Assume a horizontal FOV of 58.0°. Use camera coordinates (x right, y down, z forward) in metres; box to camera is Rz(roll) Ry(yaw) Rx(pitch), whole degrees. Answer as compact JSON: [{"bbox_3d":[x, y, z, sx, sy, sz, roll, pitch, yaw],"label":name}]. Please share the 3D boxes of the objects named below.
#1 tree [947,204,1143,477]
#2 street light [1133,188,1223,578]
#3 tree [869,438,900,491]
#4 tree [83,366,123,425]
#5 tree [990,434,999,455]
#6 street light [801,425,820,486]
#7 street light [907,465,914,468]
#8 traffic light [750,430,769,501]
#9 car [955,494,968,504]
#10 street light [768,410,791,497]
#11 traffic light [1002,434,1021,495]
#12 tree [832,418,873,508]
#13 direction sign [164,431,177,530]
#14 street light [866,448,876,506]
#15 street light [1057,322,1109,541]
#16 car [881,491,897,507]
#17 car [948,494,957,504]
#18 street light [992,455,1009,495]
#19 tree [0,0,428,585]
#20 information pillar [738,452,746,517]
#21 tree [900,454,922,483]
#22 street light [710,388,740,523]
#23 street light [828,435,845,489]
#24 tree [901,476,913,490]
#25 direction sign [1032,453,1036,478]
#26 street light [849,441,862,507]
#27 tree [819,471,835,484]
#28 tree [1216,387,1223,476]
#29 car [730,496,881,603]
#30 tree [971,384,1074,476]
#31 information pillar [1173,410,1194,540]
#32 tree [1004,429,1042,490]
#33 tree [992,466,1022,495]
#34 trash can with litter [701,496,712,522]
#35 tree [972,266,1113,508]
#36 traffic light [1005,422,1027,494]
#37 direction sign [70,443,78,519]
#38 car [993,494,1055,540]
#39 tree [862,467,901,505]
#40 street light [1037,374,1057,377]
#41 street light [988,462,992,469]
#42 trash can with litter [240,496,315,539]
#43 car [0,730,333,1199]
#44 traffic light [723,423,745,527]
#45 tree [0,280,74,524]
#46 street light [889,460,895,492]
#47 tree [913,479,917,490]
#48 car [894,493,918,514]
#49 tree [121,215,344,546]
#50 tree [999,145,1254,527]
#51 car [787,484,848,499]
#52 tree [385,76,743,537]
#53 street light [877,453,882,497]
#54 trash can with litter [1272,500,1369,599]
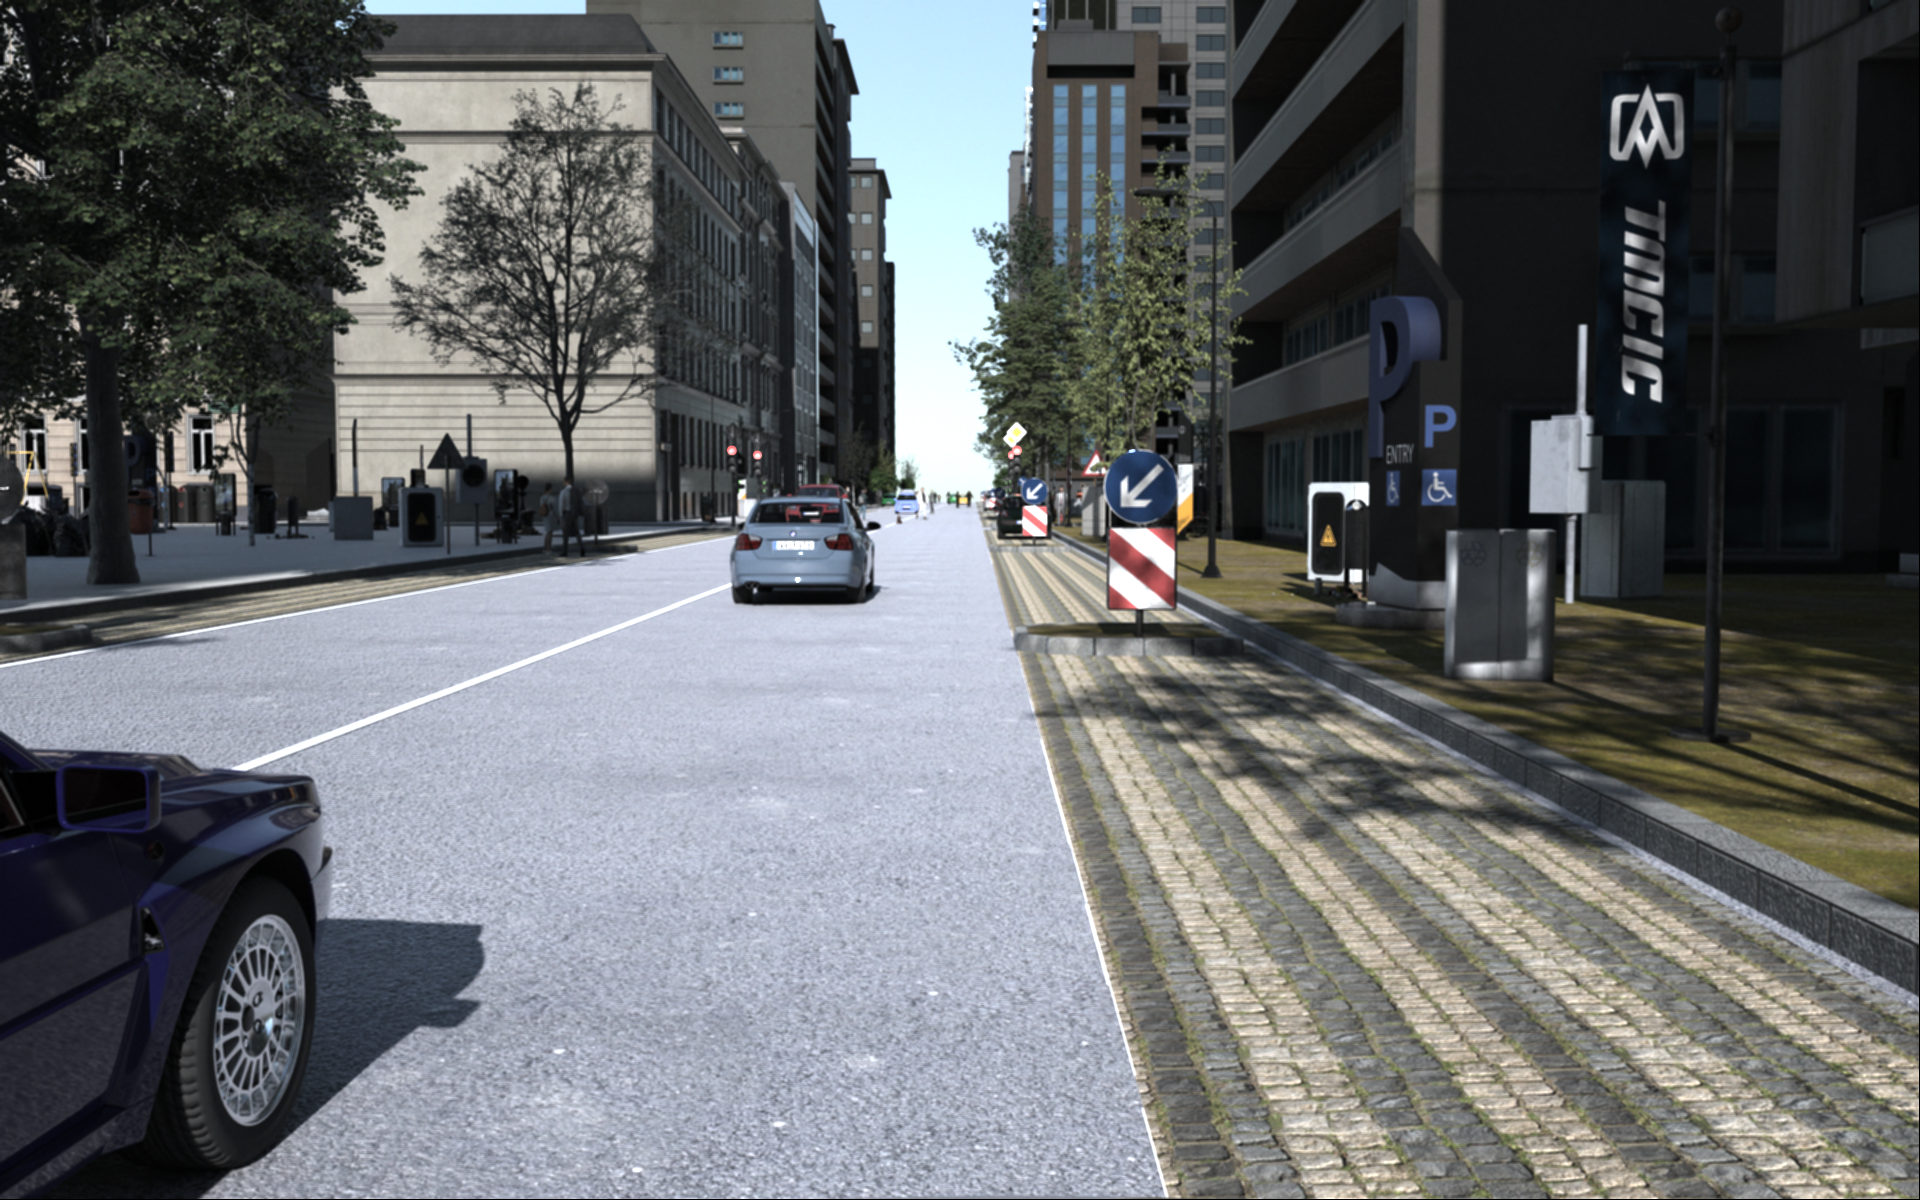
[{"bbox_3d":[5.586,-15.626,111.372,12.611,20.169,13.585,0,3,0],"label":"tree"},{"bbox_3d":[3.328,-3.297,26.447,1.470,5.913,1.316,0,4,0],"label":"street light"},{"bbox_3d":[-10.000,-16.596,221.706,4.737,8.622,4.395,0,3,0],"label":"tree"},{"bbox_3d":[-30.239,-7.024,65.207,4.360,8.622,3.978,0,3,0],"label":"tree"},{"bbox_3d":[4.748,-11.357,136.056,4.737,8.622,4.395,0,3,0],"label":"tree"},{"bbox_3d":[-10.085,-8.790,116.259,1.470,5.913,1.316,0,4,0],"label":"street light"},{"bbox_3d":[-8.514,-19.799,296.254,1.470,5.913,1.316,0,4,0],"label":"street light"},{"bbox_3d":[-8.800,-5.312,75.767,0.839,4.253,0.868,0,4,0],"label":"traffic light"},{"bbox_3d":[0.416,-12.878,220.780,2.015,1.641,3.980,0,4,0],"label":"car"},{"bbox_3d":[-10.056,-7.539,95.808,1.470,5.913,1.316,0,4,0],"label":"street light"},{"bbox_3d":[2.261,-5.307,75.698,0.839,4.253,0.868,0,4,0],"label":"traffic light"},{"bbox_3d":[-10.140,-13.115,164.793,4.360,8.622,3.978,0,3,0],"label":"tree"},{"bbox_3d":[-28.390,-4.296,62.234,0.379,3.537,0.876,0,4,-6],"label":"direction sign"},{"bbox_3d":[-9.465,-12.291,173.504,1.470,5.913,1.316,0,4,0],"label":"street light"},{"bbox_3d":[3.456,-4.546,46.870,1.470,5.913,1.316,0,4,0],"label":"street light"},{"bbox_3d":[-7.701,-11.102,190.321,1.959,1.807,4.718,0,4,1],"label":"car"},{"bbox_3d":[-0.736,-14.329,243.081,1.959,1.807,4.718,0,4,-1],"label":"car"},{"bbox_3d":[4.833,-14.329,206.814,1.470,5.913,1.316,0,4,0],"label":"street light"},{"bbox_3d":[-12.117,-7.205,24.451,9.857,13.997,8.962,0,3,0],"label":"tree"},{"bbox_3d":[-11.968,-6.337,94.969,0.504,3.616,0.183,1,4,23],"label":"information pillar"},{"bbox_3d":[-9.140,-22.026,310.478,4.360,8.622,3.978,0,3,0],"label":"tree"},{"bbox_3d":[-10.272,-6.308,75.670,1.470,5.913,1.316,0,4,0],"label":"street light"},{"bbox_3d":[-9.838,-10.071,137.202,1.470,5.913,1.316,0,4,0],"label":"street light"},{"bbox_3d":[-9.698,-15.614,239.005,4.285,4.588,4.351,0,3,0],"label":"tree"},{"bbox_3d":[4.108,-6.357,95.939,0.379,3.537,0.876,1,4,14],"label":"direction sign"},{"bbox_3d":[-9.651,-10.990,152.224,1.470,5.913,1.316,0,4,0],"label":"street light"},{"bbox_3d":[-10.514,-8.889,139.941,1.663,3.219,1.824,0,3,0],"label":"tree"},{"bbox_3d":[16.892,-9.304,102.480,4.360,8.622,3.978,0,3,0],"label":"tree"},{"bbox_3d":[-2.120,-0.732,23.976,2.014,1.417,4.499,0,4,0],"label":"car"},{"bbox_3d":[5.132,-12.821,144.031,8.767,10.594,7.601,-1,4,-9],"label":"tree"},{"bbox_3d":[6.233,-3.462,47.962,0.504,3.616,0.183,3,5,45],"label":"information pillar"},{"bbox_3d":[5.851,-12.504,154.806,4.360,8.622,3.978,0,3,0],"label":"tree"},{"bbox_3d":[5.145,-11.967,179.375,4.285,4.588,4.351,0,3,0],"label":"tree"},{"bbox_3d":[-11.777,-4.263,81.083,0.624,1.170,1.055,-1,4,-19],"label":"trash can with litter"},{"bbox_3d":[4.221,-10.287,86.315,7.486,12.596,7.792,0,3,0],"label":"tree"},{"bbox_3d":[2.199,-4.819,67.713,0.839,4.253,0.868,0,4,0],"label":"traffic light"},{"bbox_3d":[-39.212,-5.181,76.703,0.379,3.537,0.876,-3,5,-43],"label":"direction sign"},{"bbox_3d":[2.056,-2.805,55.655,2.009,1.686,4.222,0,4,1],"label":"car"},{"bbox_3d":[-10.374,-14.974,228.534,4.285,4.588,4.351,0,3,0],"label":"tree"},{"bbox_3d":[3.685,-5.778,67.008,1.470,5.913,1.316,0,4,0],"label":"street light"},{"bbox_3d":[5.130,-16.953,249.717,1.470,5.913,1.316,0,4,0],"label":"street light"},{"bbox_3d":[-19.547,-2.386,50.071,1.678,1.210,2.233,0,4,2],"label":"trash can with litter"},{"bbox_3d":[-2.391,0.612,2.567,1.945,1.354,3.894,0,4,2],"label":"car"},{"bbox_3d":[-8.862,-4.823,67.782,0.839,4.253,0.868,0,4,0],"label":"traffic light"},{"bbox_3d":[-30.564,-6.412,55.192,4.737,8.622,4.395,0,3,0],"label":"tree"},{"bbox_3d":[-9.136,-14.781,214.210,1.470,5.913,1.316,0,4,0],"label":"street light"},{"bbox_3d":[-9.184,-19.423,301.286,4.285,4.588,4.351,0,3,0],"label":"tree"},{"bbox_3d":[-3.905,-7.199,127.291,1.945,1.707,3.694,0,4,-1],"label":"car"},{"bbox_3d":[-17.523,-5.656,42.836,4.360,8.622,3.978,0,3,0],"label":"tree"},{"bbox_3d":[4.135,-5.341,37.681,4.737,8.622,4.395,0,3,0],"label":"tree"},{"bbox_3d":[-5.243,-3.423,64.634,2.281,1.827,5.304,0,4,2],"label":"car"},{"bbox_3d":[-11.695,-8.635,51.551,12.009,13.543,11.850,0,3,0],"label":"tree"},{"bbox_3d":[-9.449,-13.549,194.072,1.470,5.913,1.316,0,4,0],"label":"street light"},{"bbox_3d":[4.953,-0.628,21.328,1.678,1.210,2.233,-1,4,-13],"label":"trash can with litter"}]
